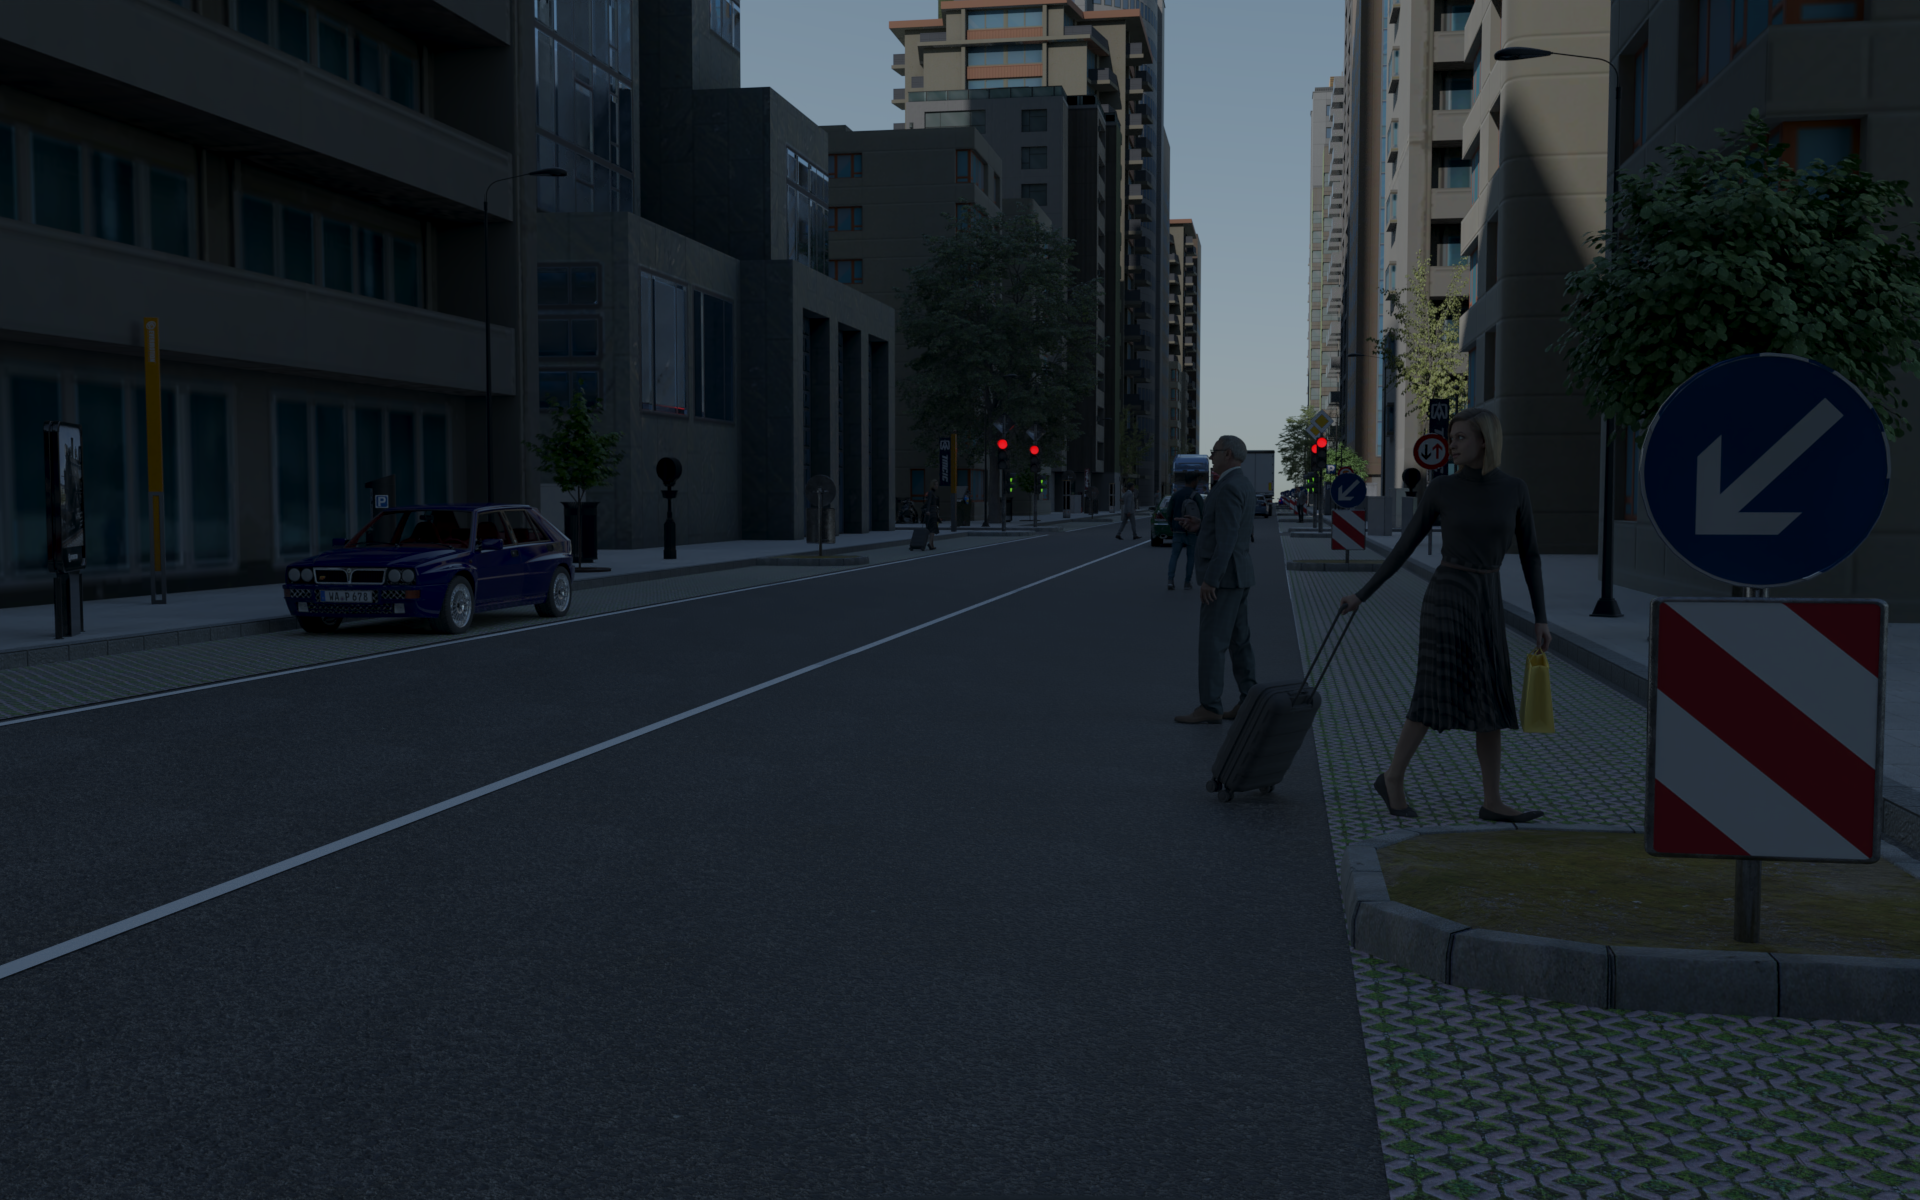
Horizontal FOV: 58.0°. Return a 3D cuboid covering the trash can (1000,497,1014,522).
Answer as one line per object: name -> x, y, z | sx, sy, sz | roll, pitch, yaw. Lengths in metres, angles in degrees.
trash can -> 2.085, -4.116, 78.947 | 0.748, 1.137, 0.748 | 0, 3, 0

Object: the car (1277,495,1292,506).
car -> 36.481, -11.086, 193.837 | 1.945, 1.354, 3.894 | 1, 4, 10

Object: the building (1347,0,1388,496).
building -> 36.367, -29.278, 128.805 | 14.600, 45.320, 14.200 | 1, 4, 10

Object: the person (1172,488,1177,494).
person -> 11.964, -5.369, 96.764 | 0.782, 1.767, 0.515 | 1, 4, 11

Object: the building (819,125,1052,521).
building -> -10.359, -15.495, 98.381 | 27.650, 21.520, 28.899 | 1, 4, 10

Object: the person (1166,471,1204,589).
person -> 3.398, -1.051, 26.034 | 0.623, 1.781, 0.721 | 1, 4, 14

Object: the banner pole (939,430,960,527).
banner pole -> -0.425, -4.726, 67.289 | 0.863, 3.779, 0.401 | 1, 4, 12

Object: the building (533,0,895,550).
building -> -19.506, -45.086, 49.820 | 31.000, 86.520, 22.319 | 1, 4, 10

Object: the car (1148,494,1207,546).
car -> 6.330, -2.253, 48.640 | 2.131, 1.459, 4.920 | 1, 4, 9

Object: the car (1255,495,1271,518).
car -> 17.653, -5.631, 104.064 | 2.014, 1.417, 4.499 | 1, 4, 9

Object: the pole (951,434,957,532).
pole -> -0.208, -3.974, 58.813 | 0.158, 3.312, 0.155 | 0, 3, 0

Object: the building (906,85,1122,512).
building -> 4.170, -21.708, 126.627 | 14.160, 30.474, 14.107 | 1, 4, 10

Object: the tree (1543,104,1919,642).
tree -> 6.656, -1.892, 14.642 | 4.285, 4.588, 4.351 | 0, 3, 0

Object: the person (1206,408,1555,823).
person -> 1.927, 0.057, 7.784 | 1.509, 1.804, 0.699 | 3, 5, 44

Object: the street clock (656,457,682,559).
street clock -> -5.717, -1.805, 34.086 | 0.471, 2.002, 0.358 | 2, 4, 26

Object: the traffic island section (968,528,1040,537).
traffic island section -> 1.484, -2.275, 59.481 | 2.009, 0.180, 2.903 | 1, 4, 10

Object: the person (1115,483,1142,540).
person -> 5.287, -2.788, 54.351 | 0.850, 1.792, 0.678 | -1, 4, -18

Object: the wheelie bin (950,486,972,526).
wheelie bin -> 0.049, -3.738, 69.020 | 0.980, 1.594, 0.693 | 3, 4, 38

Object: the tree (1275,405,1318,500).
tree -> 43.912, -18.480, 220.280 | 7.486, 12.596, 7.792 | 0, 3, 0

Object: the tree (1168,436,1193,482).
tree -> 27.728, -16.359, 217.839 | 4.360, 8.622, 3.978 | 0, 3, 0

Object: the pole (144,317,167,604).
pole -> -9.349, -1.607, 20.118 | 0.158, 3.312, 0.155 | 0, 3, 0

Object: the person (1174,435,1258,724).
person -> 1.606, -0.138, 10.934 | 0.590, 1.801, 0.661 | 1, 4, 20

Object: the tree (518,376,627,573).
tree -> -6.225, -2.075, 28.521 | 1.663, 3.219, 1.824 | 0, 3, 0

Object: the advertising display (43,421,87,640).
advertising display -> -8.074, -0.638, 15.650 | 0.123, 1.923, 0.974 | -1, 4, -15

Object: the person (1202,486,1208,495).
person -> 12.411, -4.823, 87.314 | 0.822, 1.834, 0.622 | 1, 4, 9

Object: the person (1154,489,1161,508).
person -> 14.187, -7.087, 124.559 | 0.511, 1.800, 0.466 | 1, 4, 20

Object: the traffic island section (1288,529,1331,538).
traffic island section -> 12.004, -2.159, 57.579 | 2.009, 0.180, 2.903 | 1, 4, 10

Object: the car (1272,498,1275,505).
car -> 26.893, -8.870, 154.057 | 2.155, 1.783, 4.494 | 1, 4, 11

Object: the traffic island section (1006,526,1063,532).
traffic island section -> 2.906, -2.756, 67.339 | 2.009, 0.180, 2.903 | 1, 4, 10

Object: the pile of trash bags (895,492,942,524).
pile of trash bags -> -1.664, -4.031, 75.658 | 1.912, 1.369, 3.447 | 1, 4, 11

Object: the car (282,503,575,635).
car -> -5.676, -0.387, 18.907 | 1.945, 1.354, 3.894 | 1, 4, 11

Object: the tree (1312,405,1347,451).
tree -> 31.260, -11.883, 144.655 | 4.360, 8.622, 3.978 | 0, 3, 0

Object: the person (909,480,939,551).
person -> -0.872, -2.152, 43.896 | 0.699, 1.804, 1.509 | 2, 4, 29

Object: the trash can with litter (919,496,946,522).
trash can with litter -> -1.463, -4.293, 81.255 | 1.678, 1.210, 2.233 | 3, 4, 37

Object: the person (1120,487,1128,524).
person -> 7.900, -4.566, 83.706 | 0.362, 1.759, 0.519 | -1, 4, -22

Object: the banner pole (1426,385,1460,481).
banner pole -> 11.196, -3.053, 39.934 | 0.863, 3.779, 0.401 | 0, 4, 2

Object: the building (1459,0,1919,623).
building -> 24.157, -11.223, 28.538 | 27.650, 21.520, 28.899 | 1, 4, 10

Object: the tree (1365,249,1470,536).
tree -> 14.613, -6.272, 52.905 | 4.737, 8.622, 4.395 | 0, 3, 0

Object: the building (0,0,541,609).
building -> -19.898, -24.321, 21.352 | 21.300, 48.544, 21.600 | 1, 4, 10

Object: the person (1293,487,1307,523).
person -> 16.777, -4.693, 85.415 | 0.473, 1.802, 0.592 | -3, 5, -40

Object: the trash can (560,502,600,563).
trash can -> -7.077, -1.264, 32.319 | 0.748, 1.137, 0.748 | 0, 3, 0

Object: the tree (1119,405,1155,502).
tree -> 13.239, -11.531, 138.898 | 4.737, 8.622, 4.395 | 0, 3, 0

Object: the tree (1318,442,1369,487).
tree -> 23.531, -7.556, 107.257 | 4.285, 4.588, 4.351 | 0, 3, 0

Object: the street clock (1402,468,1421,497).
street clock -> 12.404, -2.634, 47.639 | 0.471, 2.002, 0.358 | 0, 4, -5

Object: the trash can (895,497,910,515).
trash can -> -2.608, -4.101, 78.706 | 0.748, 1.137, 0.748 | 0, 3, 0

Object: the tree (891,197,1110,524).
tree -> 1.608, -10.317, 75.334 | 9.857, 13.997, 8.962 | 0, 3, 0

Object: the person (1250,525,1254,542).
person -> 8.498, -2.641, 51.649 | 0.622, 1.834, 0.822 | 0, 4, 0

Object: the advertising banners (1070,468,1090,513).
advertising banners -> 8.094, -7.389, 116.991 | 0.090, 3.025, 2.074 | 3, 5, 44

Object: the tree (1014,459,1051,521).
tree -> 3.213, -5.340, 81.918 | 1.663, 3.219, 1.824 | 0, 3, 0

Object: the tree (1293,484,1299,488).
tree -> 56.397, -18.053, 289.772 | 1.663, 3.219, 1.824 | 0, 3, 0

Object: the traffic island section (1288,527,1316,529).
traffic island section -> 13.426, -2.640, 65.437 | 2.009, 0.180, 2.903 | 1, 4, 10

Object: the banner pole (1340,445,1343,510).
banner pole -> 19.613, -6.060, 89.100 | 0.401, 3.779, 0.863 | 1, 4, 13
